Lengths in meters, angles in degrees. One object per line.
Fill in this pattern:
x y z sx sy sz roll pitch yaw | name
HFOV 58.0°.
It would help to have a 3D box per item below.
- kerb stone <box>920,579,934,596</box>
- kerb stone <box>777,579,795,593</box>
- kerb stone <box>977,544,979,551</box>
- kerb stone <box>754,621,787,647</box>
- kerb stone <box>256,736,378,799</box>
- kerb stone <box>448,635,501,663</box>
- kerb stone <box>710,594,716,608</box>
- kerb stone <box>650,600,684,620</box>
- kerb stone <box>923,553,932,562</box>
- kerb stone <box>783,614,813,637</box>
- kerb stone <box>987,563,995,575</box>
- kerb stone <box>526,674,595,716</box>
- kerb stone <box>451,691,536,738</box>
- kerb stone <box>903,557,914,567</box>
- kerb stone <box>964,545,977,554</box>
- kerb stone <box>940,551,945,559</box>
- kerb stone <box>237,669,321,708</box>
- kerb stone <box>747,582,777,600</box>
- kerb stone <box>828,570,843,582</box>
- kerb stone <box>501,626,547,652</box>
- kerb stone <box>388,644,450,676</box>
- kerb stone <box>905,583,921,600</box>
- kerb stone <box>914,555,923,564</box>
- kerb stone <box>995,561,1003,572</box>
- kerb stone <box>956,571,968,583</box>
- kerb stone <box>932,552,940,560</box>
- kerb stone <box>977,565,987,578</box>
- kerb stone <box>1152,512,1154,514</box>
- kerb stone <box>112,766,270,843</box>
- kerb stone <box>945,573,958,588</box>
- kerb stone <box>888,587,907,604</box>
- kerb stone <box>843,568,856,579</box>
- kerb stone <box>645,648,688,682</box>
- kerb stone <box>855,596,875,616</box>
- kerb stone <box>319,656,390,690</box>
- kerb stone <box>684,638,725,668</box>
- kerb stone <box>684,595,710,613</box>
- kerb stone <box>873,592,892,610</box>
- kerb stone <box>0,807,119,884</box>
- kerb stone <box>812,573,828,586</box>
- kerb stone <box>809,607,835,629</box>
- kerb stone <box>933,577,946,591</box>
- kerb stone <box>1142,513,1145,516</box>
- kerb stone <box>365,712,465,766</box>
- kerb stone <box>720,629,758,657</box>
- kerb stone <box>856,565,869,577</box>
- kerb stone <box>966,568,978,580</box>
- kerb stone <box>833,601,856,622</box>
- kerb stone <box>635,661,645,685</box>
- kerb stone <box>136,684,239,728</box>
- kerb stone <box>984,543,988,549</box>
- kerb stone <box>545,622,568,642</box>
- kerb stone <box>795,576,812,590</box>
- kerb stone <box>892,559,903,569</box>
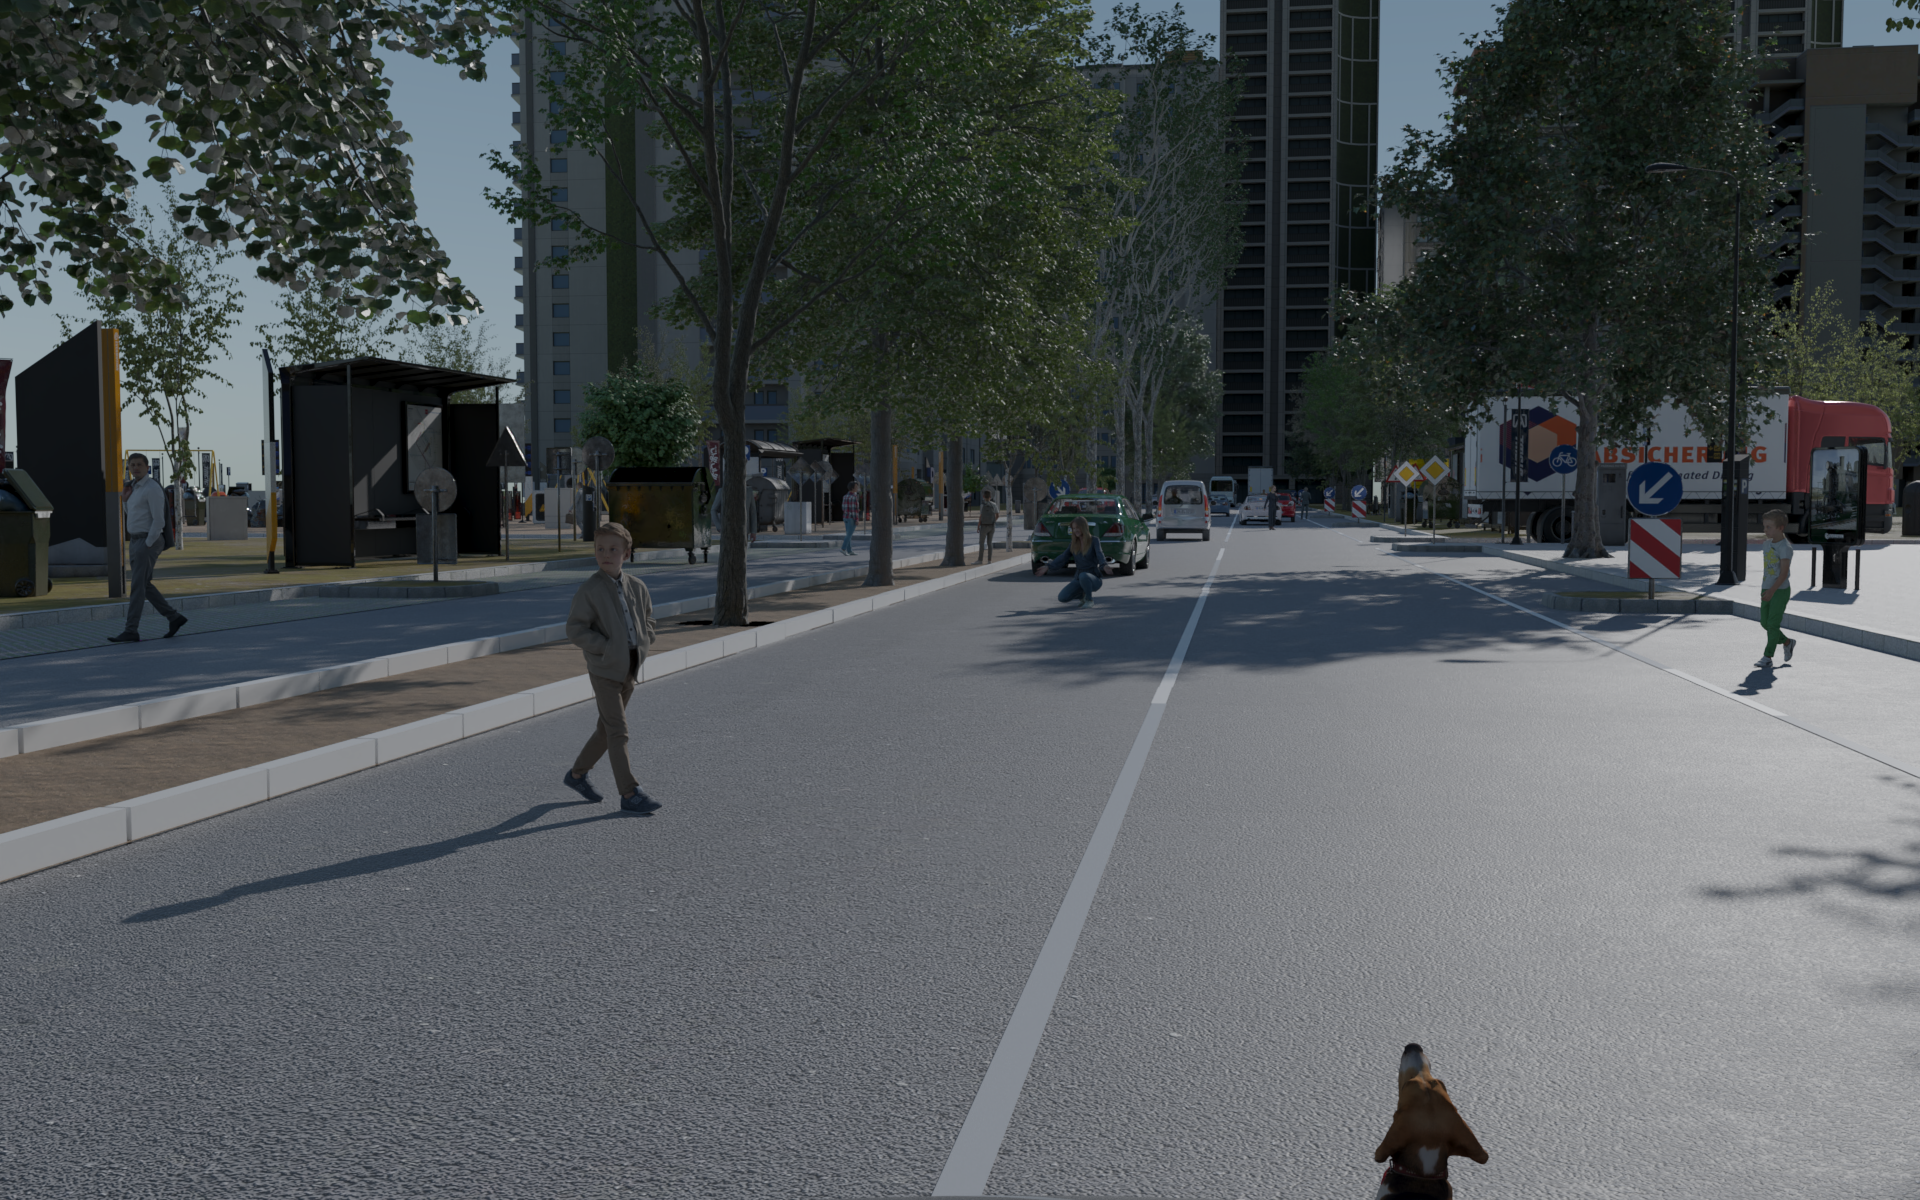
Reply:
-0.549 -0.159 24.794 0.120 0.150 1.000 1 4 9 | kerb stone
-2.621 -0.181 25.152 0.120 0.150 1.000 1 4 9 | kerb stone
0.387 -1.293 43.355 0.120 0.150 1.000 1 4 9 | kerb stone
-1.877 0.336 16.697 0.120 0.150 1.000 1 4 9 | kerb stone
-3.215 0.836 8.623 0.120 0.150 1.000 1 4 9 | kerb stone
-4.278 0.437 15.057 0.120 0.150 1.000 1 4 9 | kerb stone
-3.110 0.007 22.119 0.120 0.150 1.000 1 4 9 | kerb stone
-3.448 0.128 20.103 0.120 0.150 1.000 1 4 9 | kerb stone
-0.791 -0.861 36.266 0.120 0.150 1.000 1 4 9 | kerb stone
-1.715 0.274 17.716 0.120 0.150 1.000 1 4 9 | kerb stone
0.449 -0.528 30.853 0.120 0.150 1.000 1 4 9 | kerb stone
-2.718 0.645 11.651 0.120 0.150 1.000 1 4 9 | kerb stone
-2.882 0.709 10.643 0.120 0.150 1.000 1 4 9 | kerb stone
-1.116 -0.731 34.244 0.120 0.150 1.000 1 4 9 | kerb stone
0.215 -1.233 42.347 0.120 0.150 1.000 1 4 9 | kerb stone
-0.448 -0.984 38.286 0.120 0.150 1.000 1 4 9 | kerb stone
-4.774 0.622 12.031 0.120 0.150 1.000 1 4 9 | kerb stone
-2.781 -0.118 24.141 0.120 0.150 1.000 1 4 9 | kerb stone
-2.126 -0.366 28.179 0.120 0.150 1.000 1 4 9 | kerb stone
-4.111 0.379 16.069 0.120 0.150 1.000 1 4 9 | kerb stone
-4.445 0.500 14.049 0.120 0.150 1.000 1 4 9 | kerb stone
-0.716 -0.097 23.786 0.120 0.150 1.000 1 4 9 | kerb stone
-0.958 -0.791 35.258 0.120 0.150 1.000 1 4 9 | kerb stone
0.617 -0.588 31.866 0.120 0.150 1.000 1 4 9 | kerb stone
-0.057 -0.341 27.821 0.120 0.150 1.000 1 4 9 | kerb stone
-0.626 -0.921 37.275 0.120 0.150 1.000 1 4 9 | kerb stone
0.285 -0.468 29.842 0.120 0.150 1.000 1 4 9 | kerb stone
14.161 -6.401 126.939 0.120 0.150 1.000 1 4 9 | kerb stone
-3.380 0.895 7.615 0.120 0.150 1.000 1 4 9 | kerb stone
-0.217 -0.276 26.811 0.120 0.150 1.000 1 4 9 | kerb stone
-0.890 -0.036 22.779 0.120 0.150 1.000 1 4 9 | kerb stone
-1.958 -0.425 29.187 0.120 0.150 1.000 1 4 9 | kerb stone
-2.382 0.521 13.673 0.120 0.150 1.000 1 4 9 | kerb stone
-1.218 0.088 20.760 0.120 0.150 1.000 1 4 9 | kerb stone
-4.611 0.564 13.040 0.120 0.150 1.000 1 4 9 | kerb stone
-2.217 0.460 14.681 0.120 0.150 1.000 1 4 9 | kerb stone
-3.284 0.066 21.112 0.120 0.150 1.000 1 4 9 | kerb stone
-1.046 0.029 21.768 0.120 0.150 1.000 1 4 9 | kerb stone
-3.550 0.955 6.600 0.120 0.150 1.000 1 4 9 | kerb stone
-2.285 -0.304 27.169 0.120 0.150 1.000 1 4 9 | kerb stone
-1.556 0.216 18.736 0.120 0.150 1.000 1 4 9 | kerb stone
-0.386 -0.221 25.803 0.120 0.150 1.000 1 4 9 | kerb stone
12.654 -5.848 117.817 0.120 0.150 1.000 1 4 9 | kerb stone
-3.047 0.774 9.634 0.120 0.150 1.000 1 4 9 | kerb stone
-2.049 0.398 15.690 0.120 0.150 1.000 1 4 9 | kerb stone
-1.780 -0.484 30.199 0.120 0.150 1.000 1 4 9 | kerb stone
0.117 -0.406 28.833 0.120 0.150 1.000 1 4 9 | kerb stone
-1.380 0.150 19.745 0.120 0.150 1.000 1 4 9 | kerb stone
-2.553 0.584 12.665 0.120 0.150 1.000 1 4 9 | kerb stone
-4.948 0.684 11.019 0.120 0.150 1.000 1 4 9 | kerb stone
0.545 -1.353 44.367 0.120 0.150 1.000 1 4 9 | kerb stone
-3.946 0.313 17.078 0.120 0.150 1.000 1 4 9 | kerb stone
-2.454 -0.242 26.160 0.120 0.150 1.000 1 4 9 | kerb stone
-1.293 -0.673 33.237 0.120 0.150 1.000 1 4 9 | kerb stone
